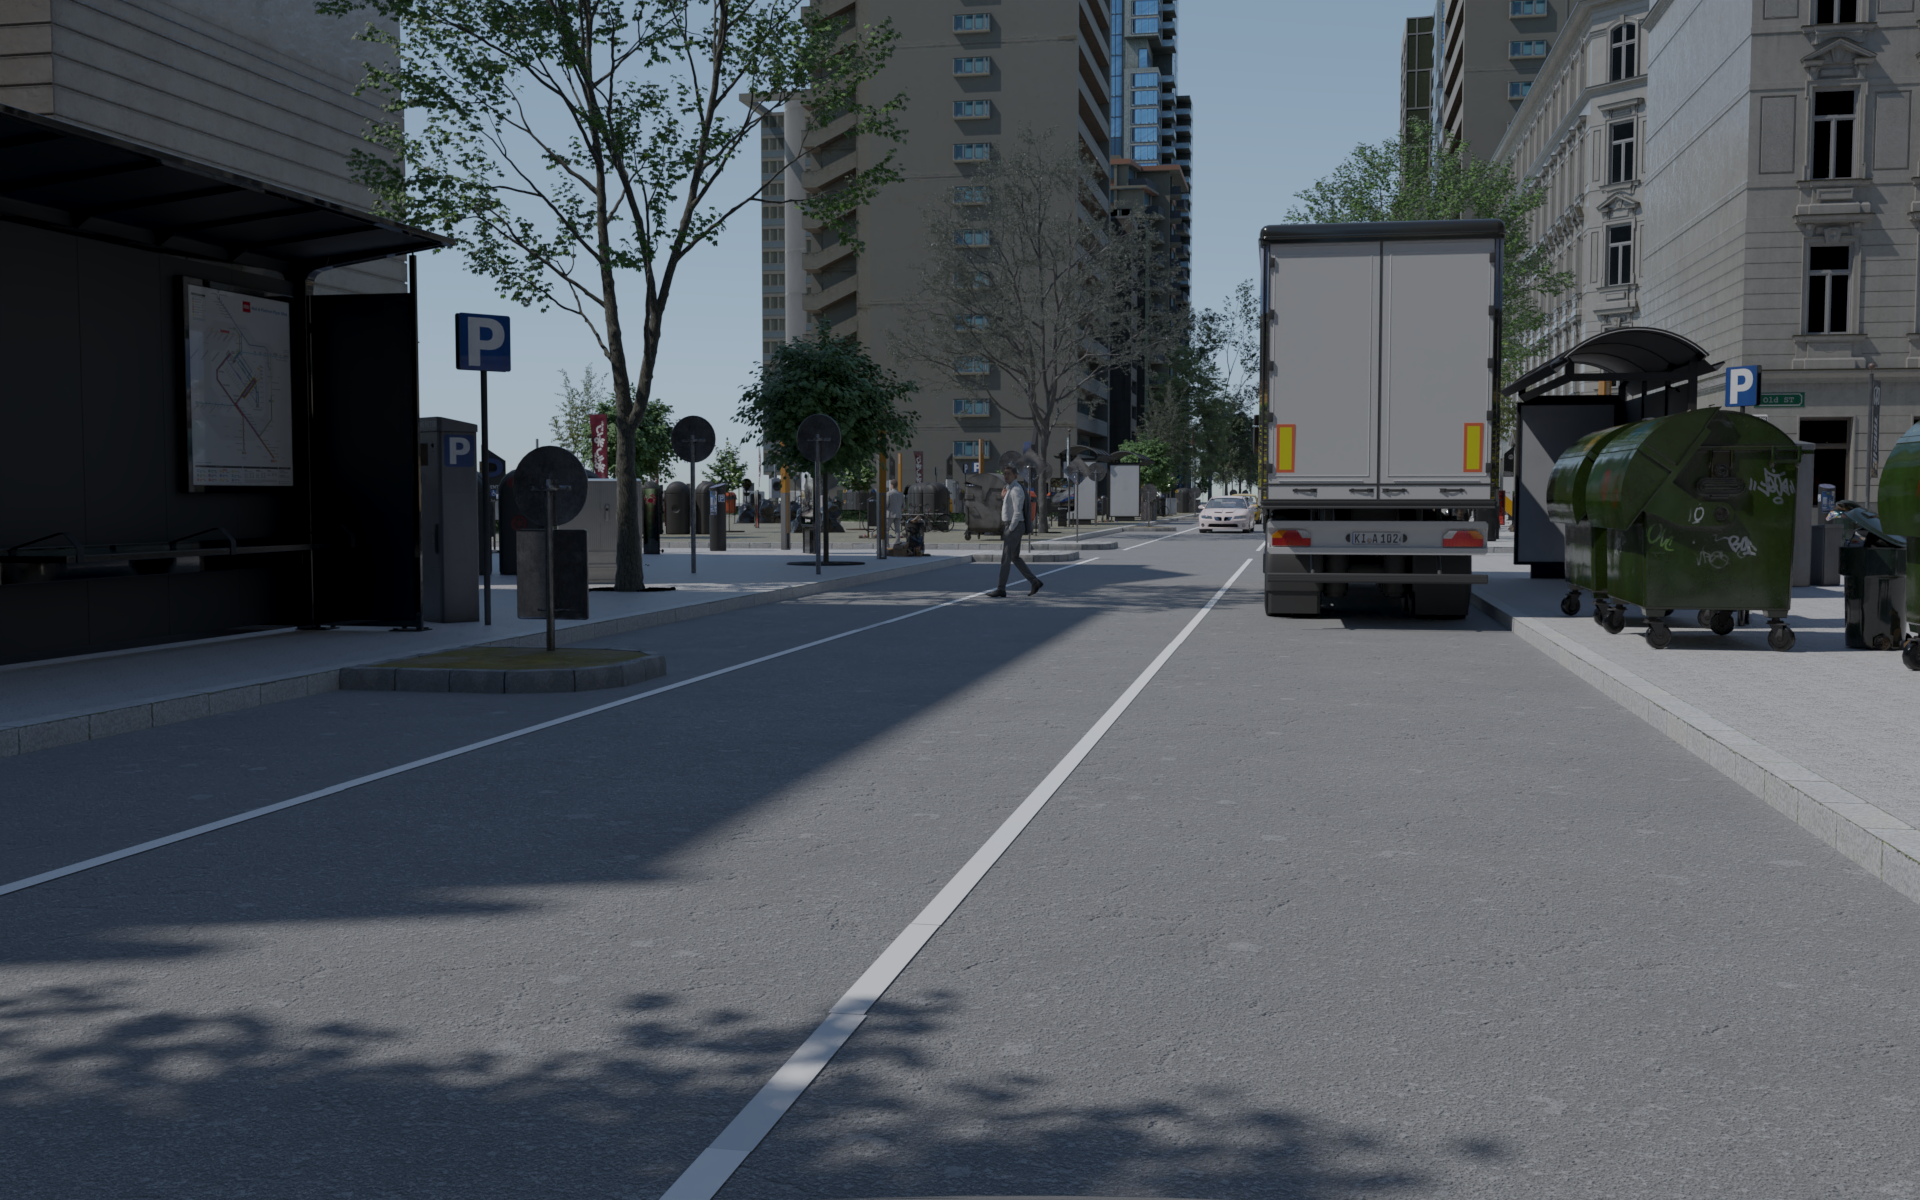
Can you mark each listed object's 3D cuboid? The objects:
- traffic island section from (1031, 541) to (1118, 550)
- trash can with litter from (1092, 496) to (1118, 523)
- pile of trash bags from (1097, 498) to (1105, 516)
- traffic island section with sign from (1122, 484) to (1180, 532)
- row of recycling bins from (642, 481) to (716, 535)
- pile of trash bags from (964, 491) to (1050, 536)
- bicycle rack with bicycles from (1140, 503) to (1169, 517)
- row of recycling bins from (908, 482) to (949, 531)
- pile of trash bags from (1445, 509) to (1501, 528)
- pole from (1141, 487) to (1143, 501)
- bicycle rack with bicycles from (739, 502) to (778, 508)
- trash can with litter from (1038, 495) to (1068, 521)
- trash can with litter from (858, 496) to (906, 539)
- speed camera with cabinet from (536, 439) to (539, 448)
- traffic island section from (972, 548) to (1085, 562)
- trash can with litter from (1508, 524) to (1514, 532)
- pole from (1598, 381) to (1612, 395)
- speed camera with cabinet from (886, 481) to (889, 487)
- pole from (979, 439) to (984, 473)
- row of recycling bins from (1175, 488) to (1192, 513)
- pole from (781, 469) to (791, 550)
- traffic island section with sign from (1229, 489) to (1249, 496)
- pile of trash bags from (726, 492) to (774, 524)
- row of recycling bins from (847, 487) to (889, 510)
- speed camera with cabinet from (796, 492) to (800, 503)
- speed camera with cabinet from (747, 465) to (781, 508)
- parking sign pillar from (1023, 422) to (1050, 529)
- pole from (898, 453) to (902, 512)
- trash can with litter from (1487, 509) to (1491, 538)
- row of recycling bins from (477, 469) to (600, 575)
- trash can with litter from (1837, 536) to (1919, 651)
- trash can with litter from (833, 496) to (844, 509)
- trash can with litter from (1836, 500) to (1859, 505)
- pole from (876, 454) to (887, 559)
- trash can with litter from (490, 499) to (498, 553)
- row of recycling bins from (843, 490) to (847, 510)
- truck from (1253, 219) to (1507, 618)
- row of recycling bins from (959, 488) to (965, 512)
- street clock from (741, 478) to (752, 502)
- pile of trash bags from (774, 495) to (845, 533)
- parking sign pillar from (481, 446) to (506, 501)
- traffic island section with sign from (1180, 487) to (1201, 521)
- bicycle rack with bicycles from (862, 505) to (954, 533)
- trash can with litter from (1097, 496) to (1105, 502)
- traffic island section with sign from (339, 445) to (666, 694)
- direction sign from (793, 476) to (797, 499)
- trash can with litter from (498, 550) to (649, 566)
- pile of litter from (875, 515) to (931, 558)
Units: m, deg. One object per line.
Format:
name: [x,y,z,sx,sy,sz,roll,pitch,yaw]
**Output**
traffic island section: [3.067,-1.428,45.631,2.009,0.180,2.903,1,4,11]
trash can with litter: [6.347,-4.140,78.739,1.678,1.210,2.233,2,4,26]
pile of trash bags: [6.829,-5.701,102.970,3.447,1.369,1.912,-1,4,-11]
traffic island section with sign: [7.340,-3.565,66.917,1.989,1.847,2.006,1,4,11]
row of recycling bins: [-9.379,-2.937,55.130,3.534,1.692,1.069,0,4,2]
pile of trash bags: [1.524,-2.690,53.734,1.912,1.369,3.447,-2,4,-24]
bicycle rack with bicycles: [10.219,-5.089,96.587,2.925,0.926,2.852,1,4,11]
row of recycling bins: [-1.183,-3.347,61.836,1.069,1.692,3.534,-1,4,-13]
pile of trash bags: [19.888,-3.378,64.976,3.447,1.369,1.912,1,4,21]
pole: [11.396,-6.973,107.844,0.158,3.312,0.155,0,3,0]
bicycle rack with bicycles: [-10.932,-5.032,95.647,2.852,0.926,2.925,1,4,10]
trash can with litter: [4.189,-4.722,88.264,2.233,1.210,1.678,-2,4,-25]
trash can with litter: [-2.099,-2.405,50.372,2.233,1.210,1.678,-3,5,-41]
speed camera with cabinet: [-14.432,-4.150,62.189,2.038,3.252,0.660,0,4,-2]
traffic island section: [1.494,-0.949,37.801,2.009,0.180,2.903,1,4,11]
trash can with litter: [18.855,-2.879,58.460,0.624,1.170,1.055,-1,4,-14]
pole: [10.937,-2.178,29.461,0.158,3.312,0.155,0,3,0]
speed camera with cabinet: [-4.725,-7.723,120.600,0.660,3.252,2.038,1,4,18]
pole: [0.800,-4.321,64.492,0.158,3.312,0.155,0,3,0]
row of recycling bins: [15.303,-6.805,118.378,1.069,1.692,3.534,0,4,2]
pole: [-4.003,-2.805,39.697,0.158,3.312,0.155,0,3,0]
traffic island section with sign: [22.738,-8.253,143.567,1.989,1.847,2.006,1,4,11]
pile of trash bags: [-9.014,-4.030,75.638,1.912,1.369,3.447,3,4,37]
row of recycling bins: [-5.278,-6.050,106.034,1.069,1.692,3.534,2,4,33]
speed camera with cabinet: [-10.344,-7.537,117.559,0.660,3.252,2.038,2,4,26]
speed camera with cabinet: [-11.143,-6.376,98.588,2.038,3.252,0.660,-1,4,-20]
parking sign pillar: [2.625,-4.619,63.995,1.447,3.967,1.447,0,4,8]
pole: [-2.998,-5.681,86.726,0.158,3.312,0.155,0,3,0]
trash can with litter: [15.086,-2.369,50.127,0.624,1.170,1.055,-1,4,-17]
row of recycling bins: [-7.441,-1.252,27.585,3.534,1.692,1.069,-1,4,-13]
trash can with litter: [7.784,-0.172,14.194,0.624,1.170,1.055,-3,4,-37]
trash can with litter: [-6.670,-5.316,98.299,1.055,1.170,0.624,2,4,29]
trash can with litter: [16.736,-1.277,32.259,1.055,1.170,0.624,-1,4,-22]
pole: [-1.543,-2.459,34.041,0.158,3.312,0.155,0,3,0]
trash can with litter: [-10.110,-1.633,37.758,2.233,1.210,1.678,2,4,24]
row of recycling bins: [-6.747,-6.328,110.575,1.069,1.692,3.534,-1,4,-15]
truck: [5.327,-2.107,23.371,2.839,4.237,11.283,1,4,10]
row of recycling bins: [1.047,-6.733,117.191,3.534,1.692,1.069,-2,4,-28]
street clock: [-9.791,-4.583,79.508,0.471,2.002,0.358,-1,4,-12]
pile of trash bags: [-5.042,-2.989,58.621,1.912,1.369,3.447,-1,4,-13]
parking sign pillar: [-25.359,-6.467,94.215,1.447,3.967,1.447,-1,4,-14]
traffic island section with sign: [12.891,-5.253,94.518,1.989,1.847,2.006,1,4,11]
bicycle rack with bicycles: [-1.487,-2.752,58.380,2.925,0.926,2.852,2,4,26]
trash can with litter: [9.078,-6.221,113.104,0.624,1.170,1.055,-2,4,-25]
traffic island section with sign: [-3.391,-0.293,13.424,1.989,1.847,2.006,1,4,11]
direction sign: [-9.743,-6.749,102.337,0.379,3.537,0.876,-1,4,-16]
trash can with litter: [-6.782,-1.215,30.916,2.233,1.210,1.678,2,4,32]
pile of litter: [-1.166,-1.339,35.863,1.176,0.858,1.719,0,4,5]
